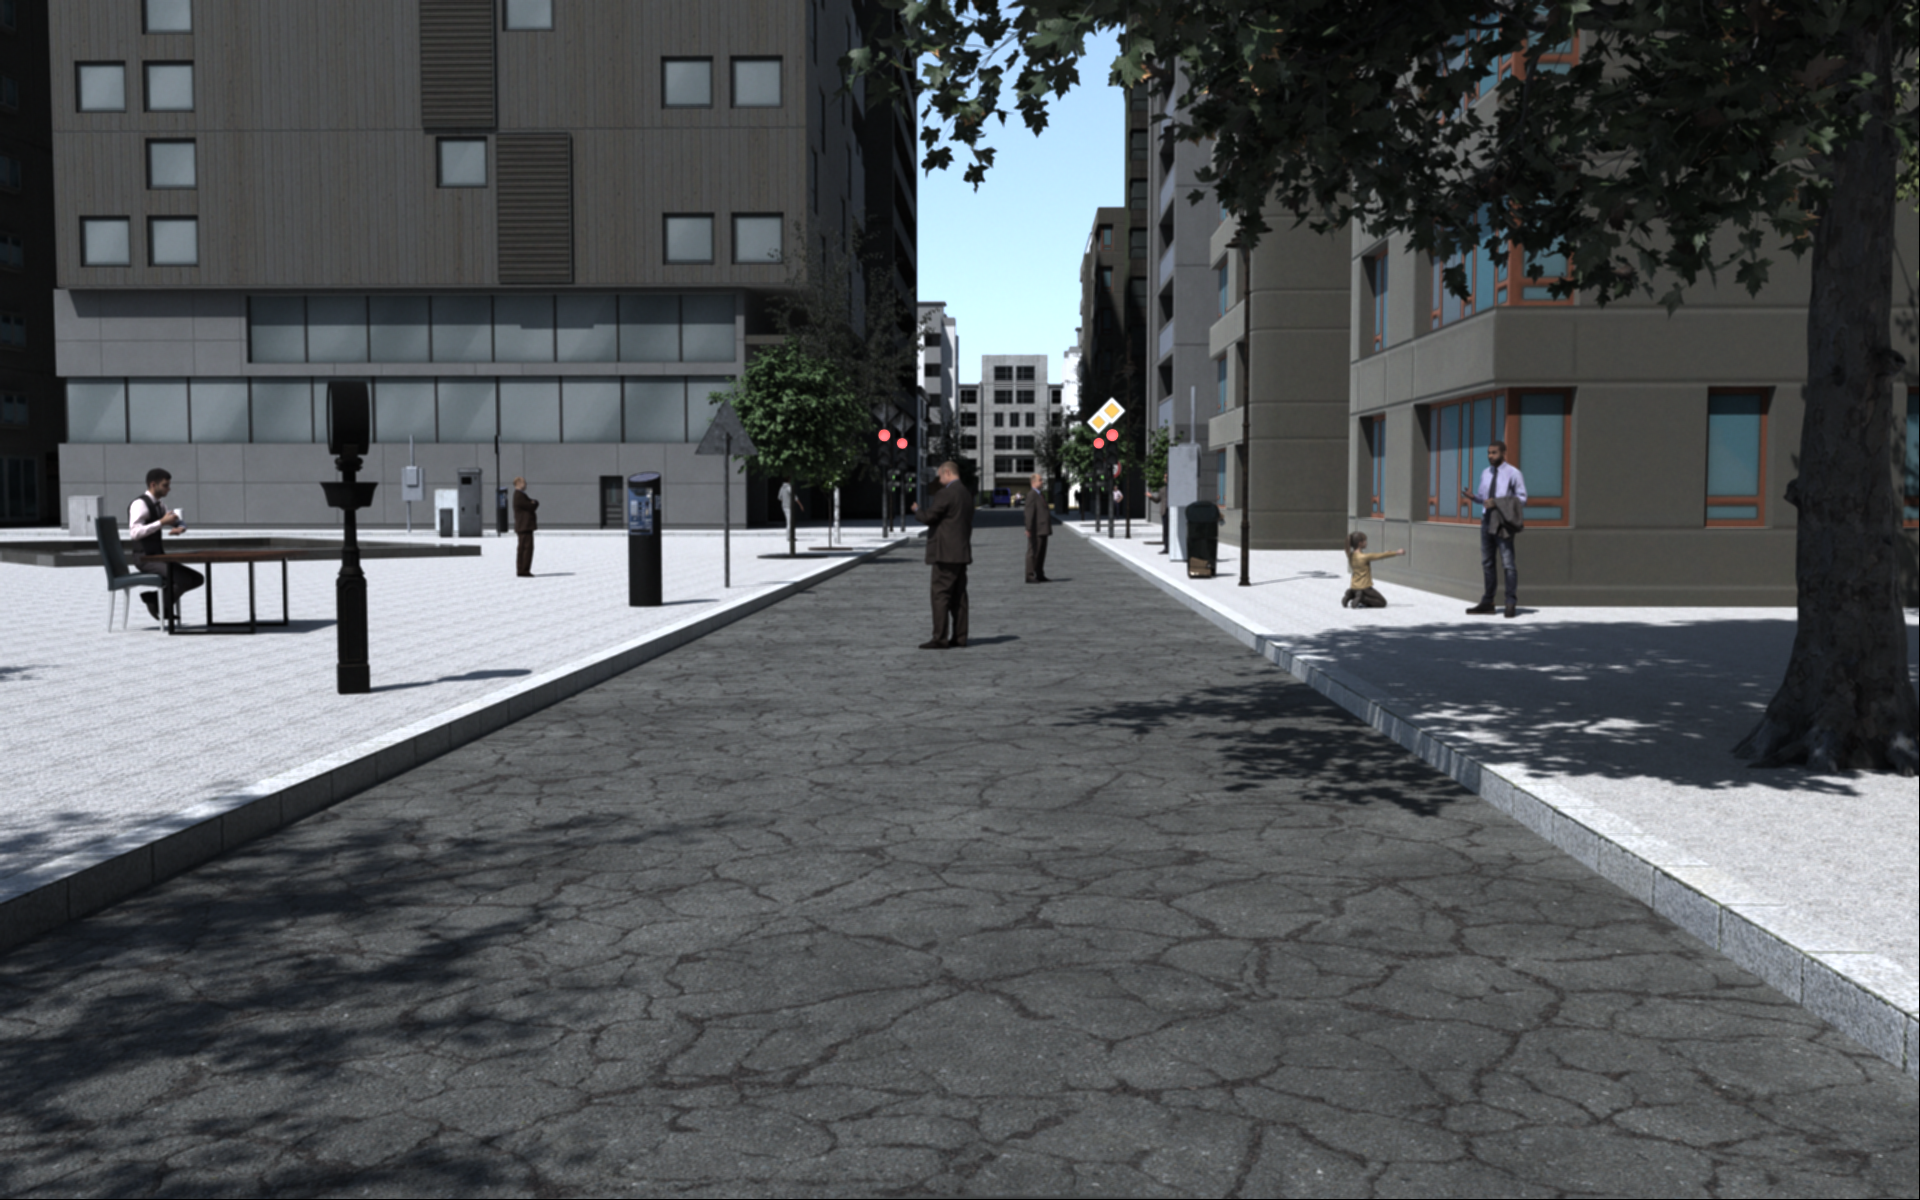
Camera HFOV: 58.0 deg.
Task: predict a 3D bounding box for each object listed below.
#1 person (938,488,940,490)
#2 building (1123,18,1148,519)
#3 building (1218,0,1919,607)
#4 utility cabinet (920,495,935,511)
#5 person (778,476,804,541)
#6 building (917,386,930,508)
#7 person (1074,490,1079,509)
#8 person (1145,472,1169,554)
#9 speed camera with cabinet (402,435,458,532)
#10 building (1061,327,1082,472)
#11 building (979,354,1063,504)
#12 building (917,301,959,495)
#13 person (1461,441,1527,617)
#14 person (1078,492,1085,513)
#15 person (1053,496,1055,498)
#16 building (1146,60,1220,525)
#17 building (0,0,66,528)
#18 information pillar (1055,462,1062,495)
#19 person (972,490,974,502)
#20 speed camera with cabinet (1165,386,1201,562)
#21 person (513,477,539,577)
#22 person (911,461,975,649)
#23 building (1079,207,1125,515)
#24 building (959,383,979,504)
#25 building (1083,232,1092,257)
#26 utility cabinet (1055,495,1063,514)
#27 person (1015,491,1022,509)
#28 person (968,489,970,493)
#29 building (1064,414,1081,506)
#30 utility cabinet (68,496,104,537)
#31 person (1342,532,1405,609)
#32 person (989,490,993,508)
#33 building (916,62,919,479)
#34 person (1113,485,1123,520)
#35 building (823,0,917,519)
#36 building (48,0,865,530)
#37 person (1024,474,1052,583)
[{"bbox_3d":[-1.187,-5.487,97.626,0.662,1.594,0.647,-1,4,-20],"label":"person"},{"bbox_3d":[16.067,-19.867,96.519,14.160,30.474,14.107,0,4,2],"label":"building"},{"bbox_3d":[20.317,-11.500,33.061,27.650,21.520,28.899,0,4,2],"label":"building"},{"bbox_3d":[-1.433,-4.315,81.718,0.306,1.237,1.020,3,5,41],"label":"utility cabinet"},{"bbox_3d":[-4.628,-2.530,47.562,0.789,1.805,0.875,-3,5,-39],"label":"person"},{"bbox_3d":[-7.103,-12.618,148.451,9.099,9.664,28.070,0,4,2],"label":"building"},{"bbox_3d":[9.815,-8.393,144.731,0.593,1.643,0.415,-2,4,-33],"label":"person"},{"bbox_3d":[4.363,-1.850,36.827,0.750,1.759,0.617,-3,5,-40],"label":"person"},{"bbox_3d":[-17.733,-3.923,58.481,2.038,3.252,0.660,0,4,-6],"label":"speed camera with cabinet"},{"bbox_3d":[19.834,-21.103,201.460,16.016,20.091,11.380,0,4,2],"label":"building"},{"bbox_3d":[18.687,-22.067,227.256,31.486,18.905,16.747,0,4,2],"label":"building"},{"bbox_3d":[-8.084,-19.050,167.890,16.016,20.091,11.380,0,4,2],"label":"building"},{"bbox_3d":[5.555,-0.749,18.159,0.599,1.838,0.709,-2,4,-33],"label":"person"},{"bbox_3d":[8.099,-6.623,115.244,0.541,1.710,0.530,-1,4,-15],"label":"person"},{"bbox_3d":[7.808,-8.145,139.181,0.705,1.831,1.348,2,4,25],"label":"person"},{"bbox_3d":[22.363,-32.227,68.911,28.212,58.520,21.231,0,4,2],"label":"building"},{"bbox_3d":[-46.719,-27.356,70.974,21.600,48.544,21.300,0,4,2],"label":"building"},{"bbox_3d":[6.923,-7.973,121.706,0.504,3.616,0.183,-1,4,-17],"label":"information pillar"},{"bbox_3d":[1.539,-12.317,207.387,0.705,1.831,1.348,-1,4,-10],"label":"person"},{"bbox_3d":[4.219,-2.342,32.624,0.660,3.252,2.038,1,4,9],"label":"speed camera with cabinet"},{"bbox_3d":[-6.745,-1.139,26.935,0.388,1.546,0.482,0,4,-8],"label":"person"},{"bbox_3d":[-0.162,-0.428,16.191,0.600,1.739,0.565,0,4,3],"label":"person"},{"bbox_3d":[22.558,-16.730,118.573,27.650,21.520,28.899,0,4,2],"label":"building"},{"bbox_3d":[-12.801,-22.093,227.685,31.486,18.905,16.747,0,4,2],"label":"building"},{"bbox_3d":[24.604,-18.794,151.249,27.936,21.610,32.646,0,4,2],"label":"building"},{"bbox_3d":[6.277,-6.037,109.868,0.306,1.237,1.020,1,4,15],"label":"utility cabinet"},{"bbox_3d":[5.764,-9.805,169.753,0.756,1.711,0.436,-1,4,-9],"label":"person"},{"bbox_3d":[0.916,-10.628,179.839,0.705,1.821,1.348,1,4,22],"label":"person"},{"bbox_3d":[15.919,-14.682,182.205,9.099,9.664,28.070,0,4,2],"label":"building"},{"bbox_3d":[-26.355,-2.512,52.233,1.020,1.237,0.306,1,4,11],"label":"utility cabinet"},{"bbox_3d":[4.646,-0.342,19.553,0.695,0.859,0.347,-1,4,-20],"label":"person"},{"bbox_3d":[3.148,-10.166,174.799,0.705,1.814,1.350,-1,4,-13],"label":"person"},{"bbox_3d":[-10.140,-28.457,115.387,14.600,45.320,14.200,0,4,2],"label":"building"},{"bbox_3d":[7.660,-4.791,85.320,0.436,1.711,0.756,-2,4,-30],"label":"person"},{"bbox_3d":[-13.684,-28.980,97.525,21.300,48.544,21.600,0,4,2],"label":"building"},{"bbox_3d":[-18.350,-29.590,73.030,28.713,52.752,27.495,0,4,2],"label":"building"},{"bbox_3d":[1.295,-1.161,28.039,0.434,1.755,0.990,2,4,28],"label":"person"}]
